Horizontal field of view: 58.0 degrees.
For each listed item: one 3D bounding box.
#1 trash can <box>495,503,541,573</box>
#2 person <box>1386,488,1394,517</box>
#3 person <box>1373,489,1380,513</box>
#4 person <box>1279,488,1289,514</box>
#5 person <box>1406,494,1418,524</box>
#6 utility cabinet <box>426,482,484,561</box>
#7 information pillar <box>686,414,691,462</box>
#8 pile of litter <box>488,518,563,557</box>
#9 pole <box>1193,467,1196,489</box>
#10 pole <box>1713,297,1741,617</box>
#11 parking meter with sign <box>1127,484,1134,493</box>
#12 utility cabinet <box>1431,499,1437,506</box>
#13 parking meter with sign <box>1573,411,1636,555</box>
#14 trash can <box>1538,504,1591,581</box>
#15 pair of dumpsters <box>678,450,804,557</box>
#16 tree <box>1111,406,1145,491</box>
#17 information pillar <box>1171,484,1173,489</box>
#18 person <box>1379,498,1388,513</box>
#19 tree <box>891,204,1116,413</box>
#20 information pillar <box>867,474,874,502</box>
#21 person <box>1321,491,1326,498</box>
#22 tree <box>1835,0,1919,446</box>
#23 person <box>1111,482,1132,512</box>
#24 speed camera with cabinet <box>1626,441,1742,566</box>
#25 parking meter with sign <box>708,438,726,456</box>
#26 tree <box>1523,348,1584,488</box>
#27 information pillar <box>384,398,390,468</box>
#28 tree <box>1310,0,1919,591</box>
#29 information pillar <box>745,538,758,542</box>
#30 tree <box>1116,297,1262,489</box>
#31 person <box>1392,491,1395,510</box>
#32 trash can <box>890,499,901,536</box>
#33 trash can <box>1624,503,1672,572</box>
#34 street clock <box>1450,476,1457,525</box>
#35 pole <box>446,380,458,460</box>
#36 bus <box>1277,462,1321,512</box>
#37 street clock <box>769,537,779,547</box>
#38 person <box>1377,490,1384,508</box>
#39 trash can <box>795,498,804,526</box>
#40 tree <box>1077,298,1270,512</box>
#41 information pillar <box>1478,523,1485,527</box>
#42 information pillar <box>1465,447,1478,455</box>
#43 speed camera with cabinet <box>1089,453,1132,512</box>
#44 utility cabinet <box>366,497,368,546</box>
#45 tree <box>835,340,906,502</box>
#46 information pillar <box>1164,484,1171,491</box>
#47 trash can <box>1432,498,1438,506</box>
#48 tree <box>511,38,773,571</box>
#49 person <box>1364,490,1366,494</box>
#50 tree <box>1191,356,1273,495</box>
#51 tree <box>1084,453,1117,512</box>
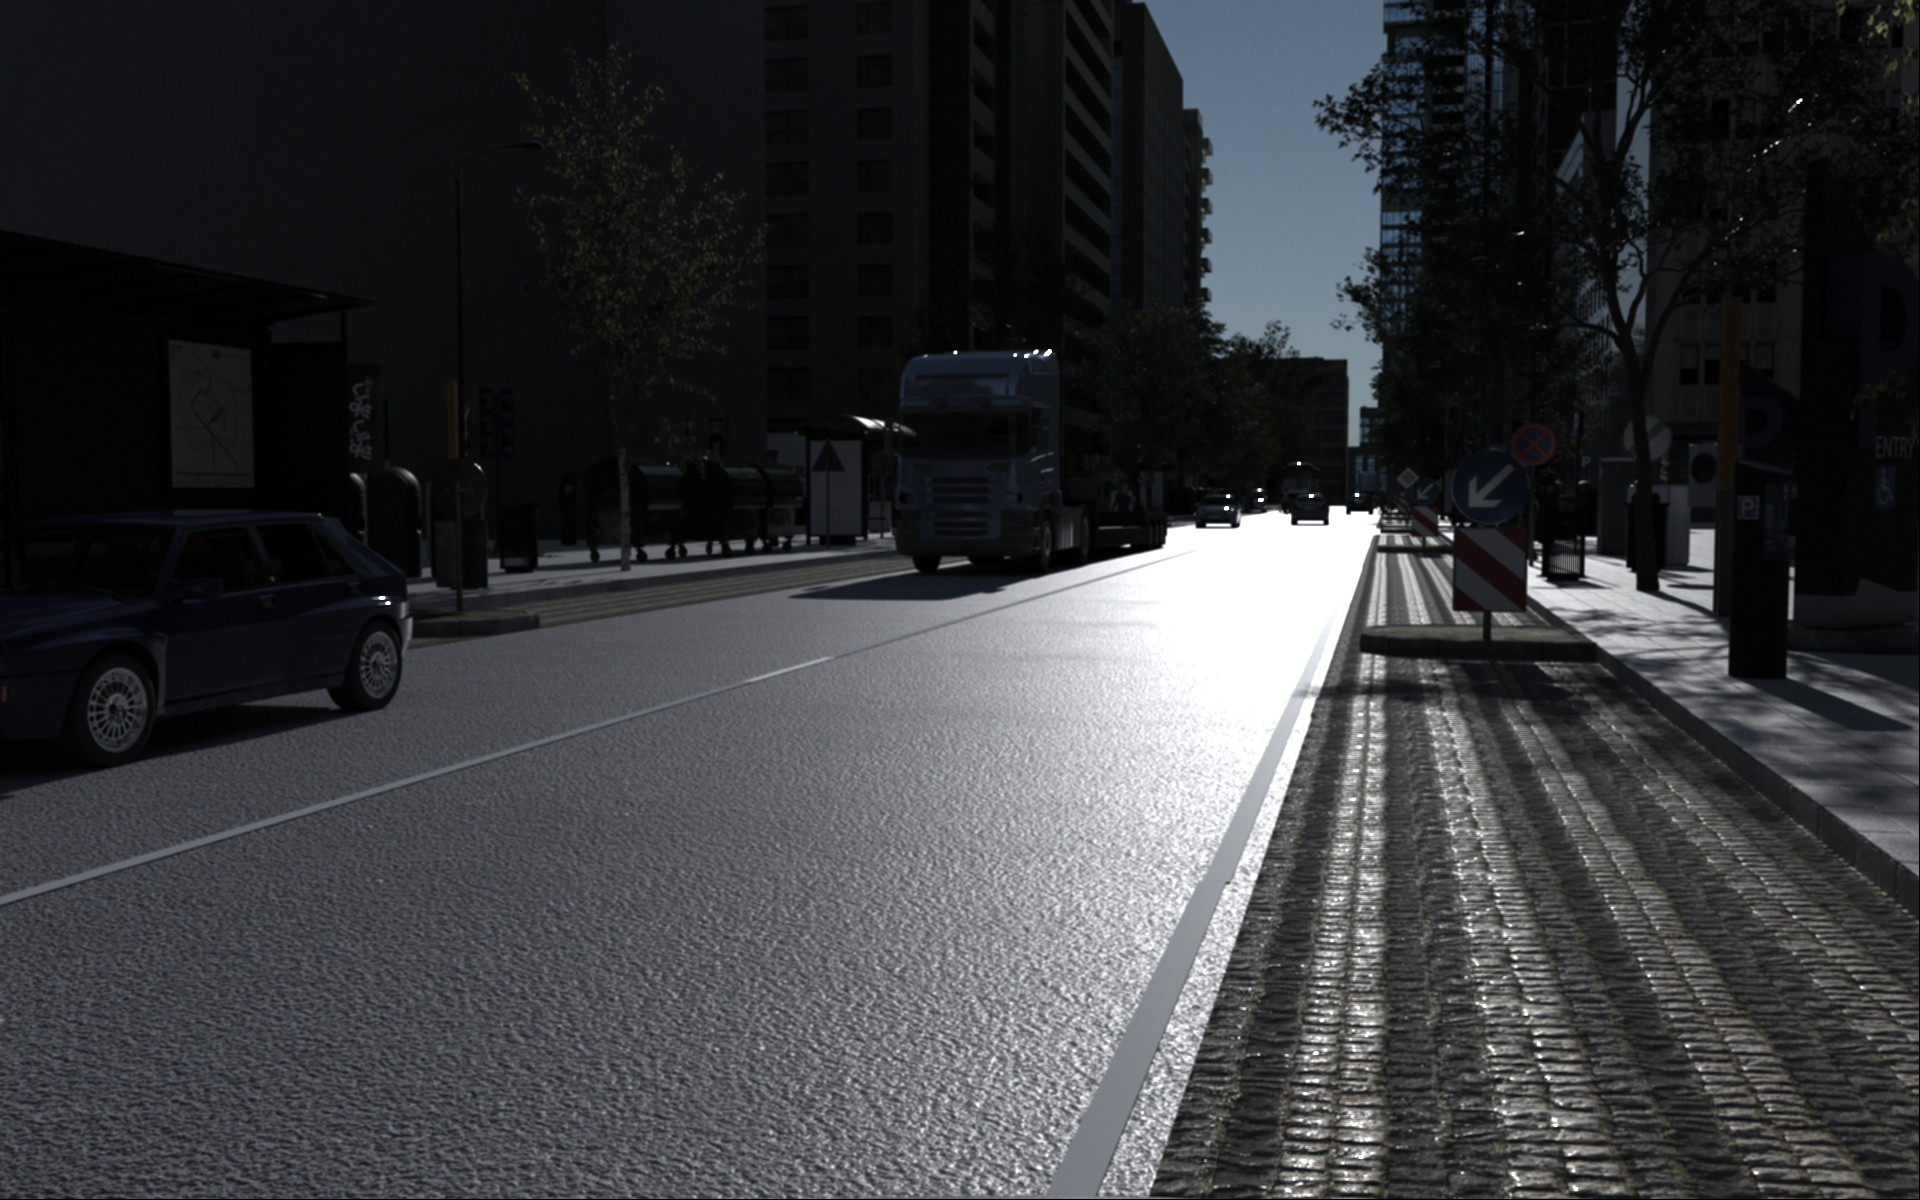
[{"bbox_3d":[-7.235,-1.024,28.388,0.748,1.137,0.748,0,3,0],"label":"trash can"},{"bbox_3d":[26.739,-6.037,107.553,0.599,1.781,0.374,-1,4,-18],"label":"person"},{"bbox_3d":[30.376,-7.204,126.632,0.624,1.780,0.694,3,5,41],"label":"person"},{"bbox_3d":[23.034,-7.014,123.032,0.795,1.843,0.661,1,4,16],"label":"person"},{"bbox_3d":[21.447,-4.467,81.886,0.721,1.781,0.623,-2,4,-30],"label":"person"},{"bbox_3d":[-9.477,-1.460,32.552,1.173,1.500,0.318,2,4,28],"label":"utility cabinet"},{"bbox_3d":[-7.894,-3.608,50.348,0.183,3.616,0.504,0,4,-3],"label":"information pillar"},{"bbox_3d":[-9.016,-1.308,35.350,1.719,0.858,1.176,1,4,17],"label":"pile of litter"},{"bbox_3d":[16.354,-7.761,120.735,0.158,3.312,0.155,0,3,0],"label":"pole"},{"bbox_3d":[7.995,-1.481,18.050,0.158,3.312,0.155,0,3,0],"label":"pole"},{"bbox_3d":[12.584,-8.132,129.220,1.738,3.016,0.543,0,4,-7],"label":"parking meter with sign"},{"bbox_3d":[38.035,-7.864,139.736,1.020,1.237,0.306,1,4,22],"label":"utility cabinet"},{"bbox_3d":[13.850,-2.460,36.475,1.738,3.016,0.543,0,4,7],"label":"parking meter with sign"},{"bbox_3d":[8.968,-0.861,25.732,0.748,1.137,0.748,0,3,0],"label":"trash can"},{"bbox_3d":[-4.758,-2.110,36.987,1.574,2.255,4.437,1,4,14],"label":"pair of dumpsters"},{"bbox_3d":[13.493,-11.729,142.126,4.737,8.622,4.395,0,3,0],"label":"tree"},{"bbox_3d":[15.729,-7.650,129.574,0.304,2.012,0.304,3,5,43],"label":"information pillar"},{"bbox_3d":[31.223,-6.965,127.884,0.738,1.151,1.012,-3,5,-43],"label":"person"},{"bbox_3d":[1.329,-7.488,56.836,8.767,10.594,7.601,2,4,27],"label":"tree"},{"bbox_3d":[-3.298,-3.546,62.469,0.304,2.012,0.304,3,4,38],"label":"information pillar"},{"bbox_3d":[37.314,-10.343,178.061,0.683,1.767,0.568,1,4,10],"label":"person"},{"bbox_3d":[6.393,-3.598,9.194,4.360,8.622,3.978,0,3,0],"label":"tree"},{"bbox_3d":[4.605,-2.478,49.441,0.534,1.772,0.576,3,5,40],"label":"person"},{"bbox_3d":[12.886,-2.235,30.883,0.660,3.252,2.038,-2,4,-26],"label":"speed camera with cabinet"},{"bbox_3d":[-7.681,-3.492,53.359,0.543,3.016,1.738,0,4,6],"label":"parking meter with sign"},{"bbox_3d":[29.231,-8.194,84.330,4.360,8.622,3.978,0,3,0],"label":"tree"},{"bbox_3d":[-14.080,-3.134,42.590,0.183,3.616,0.504,-1,4,-16],"label":"information pillar"},{"bbox_3d":[9.184,-5.423,23.073,8.767,10.594,7.601,0,4,1],"label":"tree"},{"bbox_3d":[-5.633,-2.577,46.633,0.304,2.012,0.304,1,4,9],"label":"information pillar"},{"bbox_3d":[14.515,-12.558,111.985,9.857,13.997,8.962,0,3,0],"label":"tree"},{"bbox_3d":[38.112,-8.741,152.349,0.436,1.711,0.756,1,4,19],"label":"person"},{"bbox_3d":[-1.695,-2.395,50.818,0.748,1.137,0.748,0,3,0],"label":"trash can"},{"bbox_3d":[11.370,-1.041,28.682,0.748,1.137,0.748,0,3,0],"label":"trash can"},{"bbox_3d":[20.303,-4.072,71.152,0.358,2.002,0.471,2,4,25],"label":"street clock"},{"bbox_3d":[-9.101,-2.279,31.103,0.158,3.312,0.155,0,3,0],"label":"pole"},{"bbox_3d":[27.151,-8.950,137.873,2.896,3.916,12.252,1,4,14],"label":"bus"},{"bbox_3d":[-4.547,-2.301,42.184,0.471,2.002,0.358,-2,4,-30],"label":"street clock"},{"bbox_3d":[33.981,-8.003,139.603,0.600,1.795,0.529,-1,4,-18],"label":"person"},{"bbox_3d":[-6.615,-3.553,69.750,0.748,1.137,0.748,0,3,0],"label":"trash can"},{"bbox_3d":[10.004,-10.135,91.469,9.928,11.665,9.643,0,3,0],"label":"tree"},{"bbox_3d":[13.989,-2.542,46.046,0.304,2.012,0.304,-3,4,-39],"label":"information pillar"},{"bbox_3d":[25.396,-5.776,85.784,0.504,3.616,0.183,2,4,26],"label":"information pillar"},{"bbox_3d":[7.331,-5.505,84.350,2.038,3.252,0.660,0,4,-2],"label":"speed camera with cabinet"},{"bbox_3d":[-13.621,-1.787,40.379,1.020,1.237,0.306,-2,4,-24],"label":"utility cabinet"},{"bbox_3d":[-3.777,-8.049,81.963,4.737,8.622,4.395,0,3,0],"label":"tree"},{"bbox_3d":[14.742,-7.311,124.020,0.304,2.012,0.304,-2,4,-32],"label":"information pillar"},{"bbox_3d":[37.721,-7.674,137.122,0.748,1.137,0.748,0,3,0],"label":"trash can"},{"bbox_3d":[-5.459,-4.779,28.499,4.360,8.622,3.978,0,3,0],"label":"tree"},{"bbox_3d":[40.056,-9.943,171.054,0.705,1.826,1.348,-1,4,-18],"label":"person"},{"bbox_3d":[22.036,-13.760,143.103,7.486,12.596,7.792,0,3,0],"label":"tree"},{"bbox_3d":[6.911,-5.376,82.497,1.663,3.219,1.824,0,3,0],"label":"tree"}]
